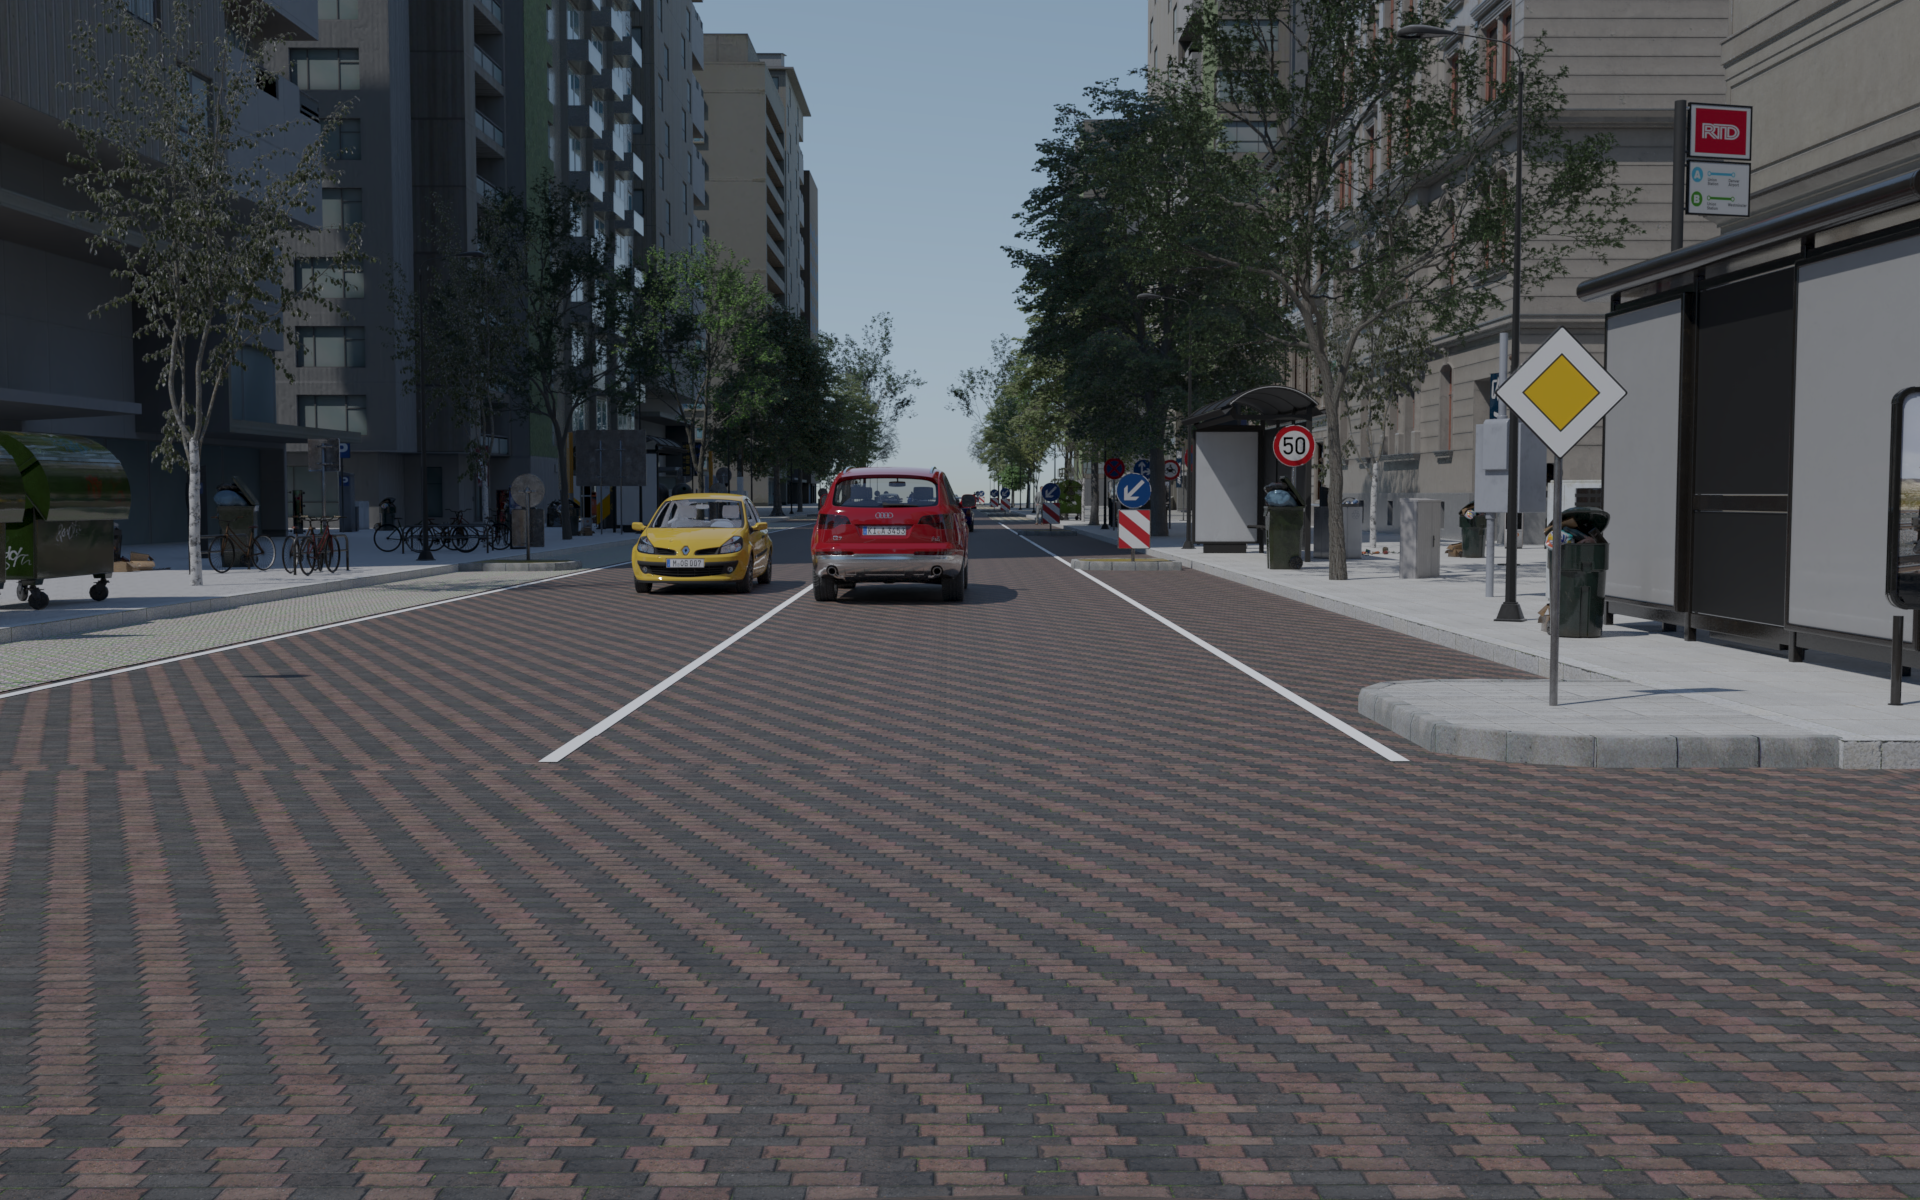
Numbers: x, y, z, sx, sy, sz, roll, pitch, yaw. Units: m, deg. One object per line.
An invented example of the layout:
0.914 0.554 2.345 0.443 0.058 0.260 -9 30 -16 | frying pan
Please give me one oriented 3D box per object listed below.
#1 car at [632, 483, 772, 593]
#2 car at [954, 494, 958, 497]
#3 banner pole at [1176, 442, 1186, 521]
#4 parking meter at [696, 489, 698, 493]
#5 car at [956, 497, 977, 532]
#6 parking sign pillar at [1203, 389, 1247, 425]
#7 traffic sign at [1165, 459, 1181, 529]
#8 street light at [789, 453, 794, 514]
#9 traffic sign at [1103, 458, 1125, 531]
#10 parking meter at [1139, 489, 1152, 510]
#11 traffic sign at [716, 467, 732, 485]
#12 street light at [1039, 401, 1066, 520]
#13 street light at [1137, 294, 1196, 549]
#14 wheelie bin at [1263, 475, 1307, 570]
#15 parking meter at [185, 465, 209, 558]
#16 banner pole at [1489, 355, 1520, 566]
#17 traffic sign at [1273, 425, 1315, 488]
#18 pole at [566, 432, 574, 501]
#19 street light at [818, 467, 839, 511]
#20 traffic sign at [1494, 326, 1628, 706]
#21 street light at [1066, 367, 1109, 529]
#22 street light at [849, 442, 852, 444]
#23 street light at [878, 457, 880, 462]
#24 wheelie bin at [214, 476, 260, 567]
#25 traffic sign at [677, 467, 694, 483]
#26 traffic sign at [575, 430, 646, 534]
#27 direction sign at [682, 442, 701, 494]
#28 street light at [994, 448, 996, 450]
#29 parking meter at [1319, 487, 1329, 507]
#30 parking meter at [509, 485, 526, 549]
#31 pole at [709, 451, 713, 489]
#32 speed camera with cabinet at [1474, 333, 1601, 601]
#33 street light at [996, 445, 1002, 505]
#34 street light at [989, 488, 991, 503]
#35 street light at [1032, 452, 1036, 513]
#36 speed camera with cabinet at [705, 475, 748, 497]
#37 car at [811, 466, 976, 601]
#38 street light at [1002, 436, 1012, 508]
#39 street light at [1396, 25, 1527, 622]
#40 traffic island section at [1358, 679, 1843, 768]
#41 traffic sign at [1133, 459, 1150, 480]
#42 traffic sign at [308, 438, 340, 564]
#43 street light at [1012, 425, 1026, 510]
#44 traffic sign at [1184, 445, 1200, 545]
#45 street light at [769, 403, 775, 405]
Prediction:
-3.870 -0.985 26.334 2.015 1.641 3.980 0 3 0 | car
-0.878 -11.319 194.844 2.009 1.686 4.222 0 4 1 | car
10.580 -5.685 82.960 0.401 3.779 0.863 -2 4 -28 | banner pole
-12.259 -4.477 81.618 0.372 1.533 0.369 0 3 0 | parking meter
-0.323 -3.331 67.041 1.945 1.354 3.894 0 4 1 | car
6.878 -3.476 45.298 1.447 3.967 1.447 -3 5 -40 | parking sign pillar
7.719 -3.888 63.671 0.768 2.556 0.104 0 3 0 | traffic sign
-10.190 -8.418 110.181 1.470 5.913 1.316 0 4 0 | street light
5.393 -3.701 60.615 0.768 2.556 0.104 0 3 0 | traffic sign
5.394 -2.573 50.484 0.372 1.533 0.369 0 3 0 | parking meter
-11.129 -4.985 81.611 0.768 2.556 0.104 0 4 1 | traffic sign
4.714 -6.912 85.552 1.470 5.913 1.316 0 4 0 | street light
4.800 -4.144 40.288 1.470 5.913 1.316 0 4 0 | street light
5.525 -1.324 29.563 0.693 1.594 0.980 0 4 3 | wheelie bin
-15.211 -1.762 34.513 0.399 1.863 0.255 -1 4 -23 | parking meter
9.803 -2.524 31.289 0.401 3.779 0.863 -1 4 -20 | banner pole
6.155 -1.948 31.961 0.768 2.556 0.104 1 4 8 | traffic sign
-12.882 -3.876 57.223 0.158 3.312 0.155 0 3 0 | pole
-10.242 -9.841 133.442 1.470 5.913 1.316 0 4 0 | street light
3.594 -0.415 10.435 0.795 2.450 0.064 0 4 0 | traffic sign
4.724 -5.516 62.720 1.470 5.913 1.316 0 4 0 | street light
-10.373 -11.213 155.874 1.470 5.913 1.316 0 4 0 | street light
-10.632 -14.854 215.400 1.470 5.913 1.316 0 4 0 | street light
-12.741 -1.383 30.525 0.693 1.594 0.980 -1 4 -16 | wheelie bin
-12.421 -4.784 78.328 0.768 2.556 0.104 0 4 3 | traffic sign
-11.054 -3.730 54.853 2.265 3.308 0.079 0 4 4 | traffic sign
-11.644 -5.103 75.438 0.876 3.537 0.379 -1 4 -9 | direction sign
4.186 -12.461 176.270 1.470 5.913 1.316 0 4 0 | street light
12.408 -3.088 58.899 0.372 1.533 0.369 0 3 0 | parking meter
-10.302 -1.952 40.327 0.372 1.533 0.369 0 3 0 | parking meter
-11.833 -5.413 82.339 0.158 3.312 0.155 0 3 0 | pole
7.229 -1.625 20.904 0.660 3.252 2.038 -2 4 -35 | speed camera with cabinet
4.328 -11.594 162.108 1.470 5.913 1.316 0 4 0 | street light
3.942 -13.832 198.701 1.470 5.913 1.316 0 4 0 | street light
4.623 -7.440 94.189 1.470 5.913 1.316 0 4 0 | street light
-11.387 -5.511 84.442 2.038 3.252 0.660 0 4 4 | speed camera with cabinet
-0.915 -0.979 24.680 2.281 1.827 5.304 0 4 1 | car
4.320 -10.195 139.229 1.470 5.913 1.316 0 4 0 | street light
5.023 -2.740 17.335 1.470 5.913 1.316 0 4 0 | street light
3.617 0.720 10.512 2.009 0.180 2.903 0 4 0 | traffic island section
6.745 -3.889 63.697 0.768 2.556 0.104 0 4 2 | traffic sign
-11.680 -1.816 31.817 0.606 2.300 0.079 0 4 7 | traffic sign
4.449 -8.823 116.797 1.470 5.913 1.316 0 4 0 | street light
5.976 -2.645 43.344 0.768 2.556 0.104 0 4 1 | traffic sign
-10.023 -7.046 87.749 1.470 5.913 1.316 0 4 0 | street light
